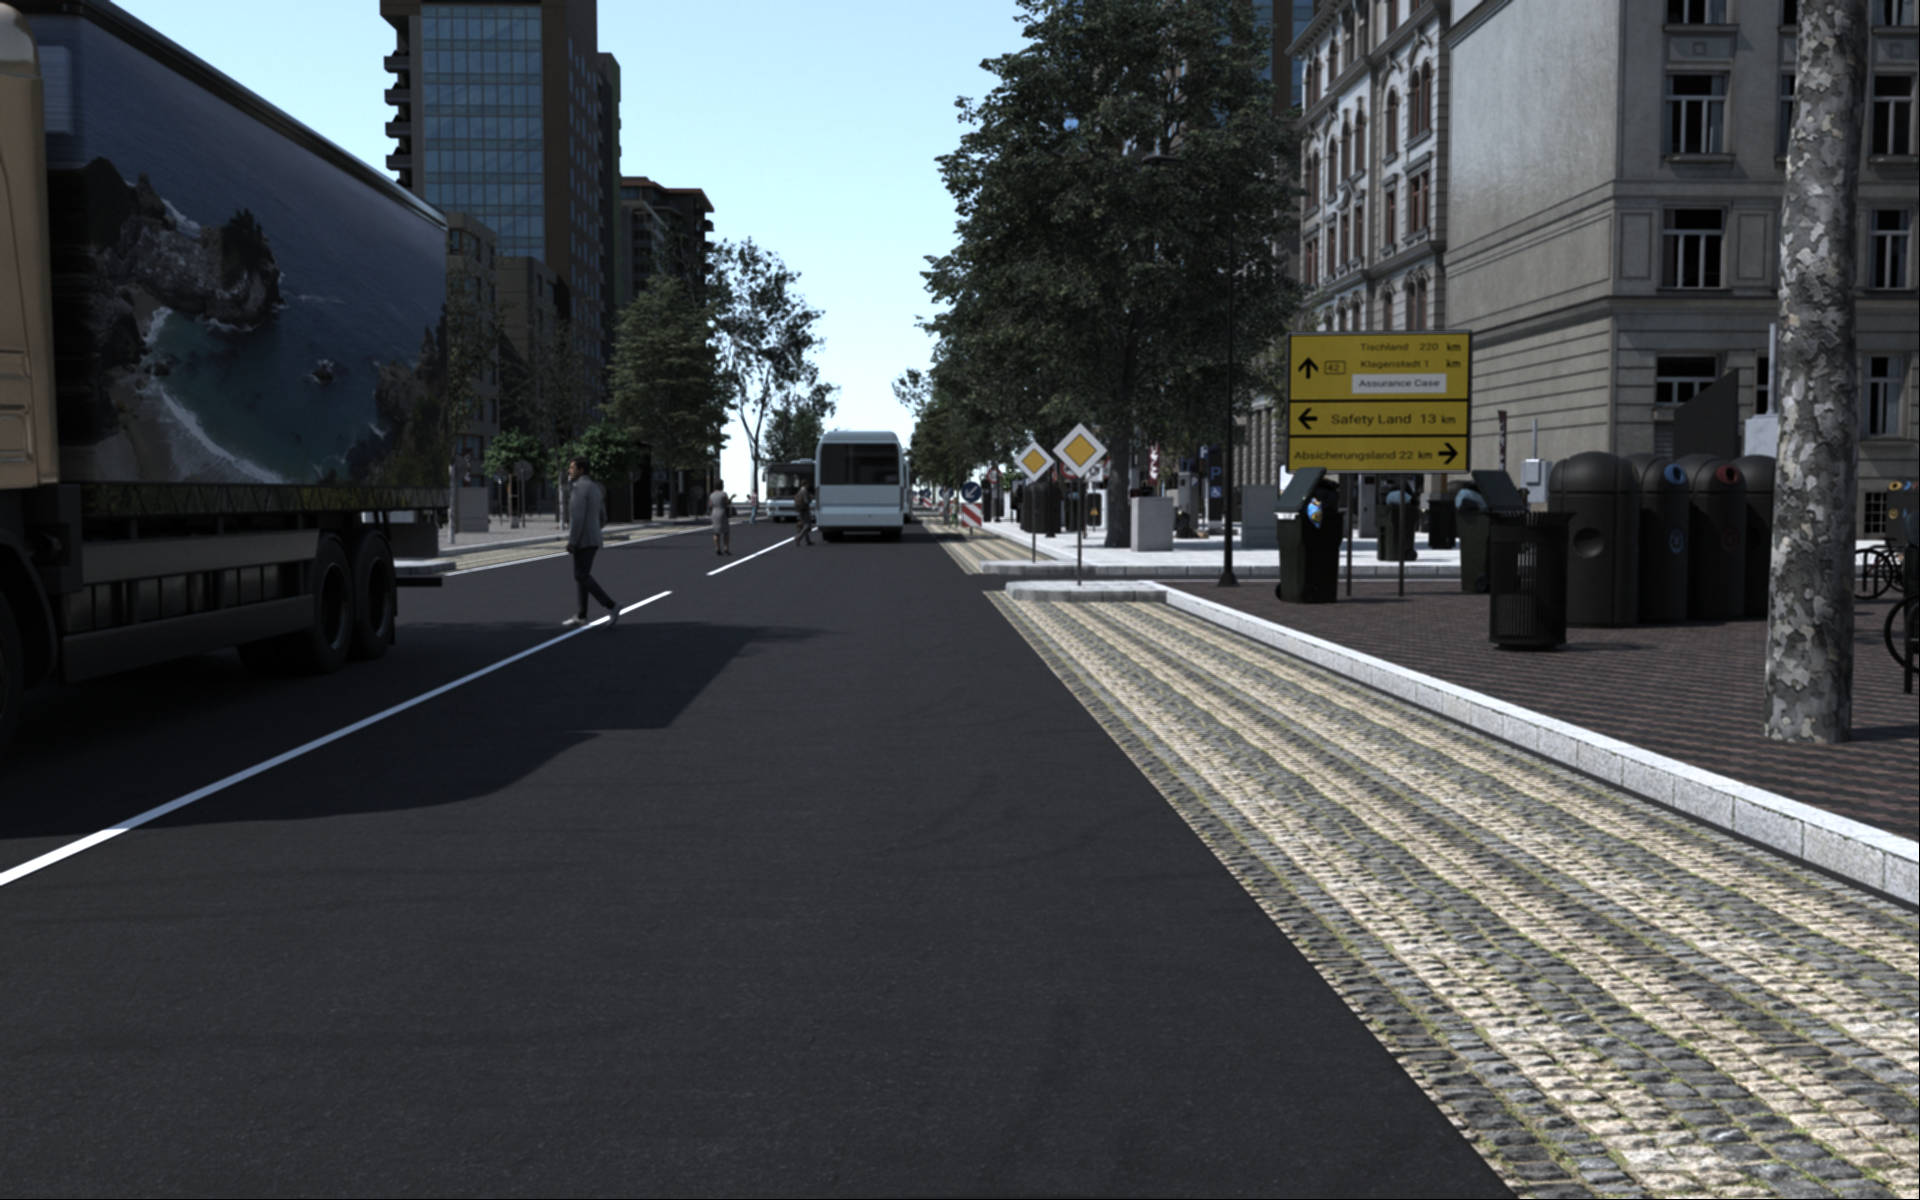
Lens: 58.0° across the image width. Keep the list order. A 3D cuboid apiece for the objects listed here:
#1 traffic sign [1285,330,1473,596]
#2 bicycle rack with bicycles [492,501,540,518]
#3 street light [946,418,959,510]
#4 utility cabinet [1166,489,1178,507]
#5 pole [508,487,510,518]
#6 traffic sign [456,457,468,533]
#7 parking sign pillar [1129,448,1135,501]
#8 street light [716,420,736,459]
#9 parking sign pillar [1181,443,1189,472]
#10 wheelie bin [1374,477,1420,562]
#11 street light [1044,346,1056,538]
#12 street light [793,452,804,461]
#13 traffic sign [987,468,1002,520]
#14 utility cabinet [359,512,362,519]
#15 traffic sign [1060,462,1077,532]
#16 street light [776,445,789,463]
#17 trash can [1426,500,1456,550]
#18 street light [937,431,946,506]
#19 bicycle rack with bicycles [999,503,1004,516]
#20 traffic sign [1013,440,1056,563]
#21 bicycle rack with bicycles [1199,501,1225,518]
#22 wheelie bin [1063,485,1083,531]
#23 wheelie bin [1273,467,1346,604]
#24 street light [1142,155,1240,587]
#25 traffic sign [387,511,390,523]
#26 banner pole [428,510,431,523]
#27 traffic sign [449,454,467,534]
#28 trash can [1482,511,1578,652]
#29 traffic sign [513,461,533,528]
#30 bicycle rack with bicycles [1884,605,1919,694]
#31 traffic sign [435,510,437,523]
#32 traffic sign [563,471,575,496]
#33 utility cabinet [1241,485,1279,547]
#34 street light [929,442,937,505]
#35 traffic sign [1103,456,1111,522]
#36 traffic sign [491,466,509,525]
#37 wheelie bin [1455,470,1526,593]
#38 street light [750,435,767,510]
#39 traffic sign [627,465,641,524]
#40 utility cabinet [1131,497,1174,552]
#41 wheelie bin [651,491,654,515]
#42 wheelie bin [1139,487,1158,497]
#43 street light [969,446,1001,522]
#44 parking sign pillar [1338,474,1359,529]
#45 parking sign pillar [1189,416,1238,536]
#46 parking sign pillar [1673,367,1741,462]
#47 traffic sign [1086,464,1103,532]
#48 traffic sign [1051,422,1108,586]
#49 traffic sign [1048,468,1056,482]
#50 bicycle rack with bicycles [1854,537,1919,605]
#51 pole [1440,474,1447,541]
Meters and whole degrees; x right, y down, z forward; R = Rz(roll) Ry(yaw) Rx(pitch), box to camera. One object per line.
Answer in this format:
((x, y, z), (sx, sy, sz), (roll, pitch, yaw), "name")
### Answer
((5.217, -1.700, 21.666), (2.265, 3.308, 0.079), (0, 4, 7), "traffic sign")
((-24.376, -5.022, 95.494), (2.852, 0.926, 2.925), (-2, 4, -27), "bicycle rack with bicycles")
((0.066, -8.181, 106.297), (1.470, 5.913, 1.316), (0, 4, -2), "street light")
((10.266, -4.535, 82.832), (0.318, 1.500, 1.173), (-1, 4, -22), "utility cabinet")
((-24.165, -6.061, 92.944), (0.158, 3.312, 0.155), (0, 3, 0), "pole")
((-16.514, -3.471, 56.851), (0.768, 2.556, 0.104), (0, 4, 1), "traffic sign")
((8.954, -6.527, 95.182), (1.447, 3.967, 1.447), (0, 4, 0), "parking sign pillar")
((-14.666, -8.291, 108.097), (1.470, 5.913, 1.316), (0, 4, -2), "street light")
((11.932, -6.208, 89.980), (1.447, 3.967, 1.447), (-1, 4, -19), "parking sign pillar")
((8.341, -1.540, 33.091), (0.693, 1.594, 0.980), (-1, 4, -16), "wheelie bin")
((2.130, -4.794, 50.923), (1.470, 5.913, 1.316), (0, 4, -2), "street light")
((-17.871, -13.396, 191.563), (1.470, 5.913, 1.316), (0, 4, -2), "street light")
((1.687, -5.170, 84.630), (0.768, 2.556, 0.104), (0, 4, 5), "traffic sign")
((-14.238, -1.909, 39.899), (1.173, 1.500, 0.318), (-2, 4, -28), "utility cabinet")
((3.775, -3.581, 58.655), (0.768, 2.556, 0.104), (0, 4, 5), "traffic sign")
((-16.738, -11.647, 162.961), (1.470, 5.913, 1.316), (0, 4, -2), "street light")
((11.166, -1.739, 40.094), (0.748, 1.137, 0.748), (0, 3, 0), "trash can")
((-0.750, -9.542, 128.550), (1.470, 5.913, 1.316), (0, 4, -2), "street light")
((3.383, -5.377, 101.288), (2.925, 0.926, 2.852), (0, 4, -8), "bicycle rack with bicycles")
((1.372, -1.742, 32.129), (0.795, 2.450, 0.064), (0, 4, -2), "traffic sign")
((13.855, -4.924, 93.894), (2.852, 0.926, 2.925), (0, 4, -6), "bicycle rack with bicycles")
((3.969, -3.176, 59.844), (0.693, 1.594, 0.980), (-1, 4, -19), "wheelie bin")
((4.141, -0.772, 20.524), (0.693, 1.594, 0.980), (-1, 4, -18), "wheelie bin")
((3.190, -3.142, 23.918), (1.470, 5.913, 1.316), (0, 4, -2), "street light")
((-10.465, -1.717, 31.714), (0.795, 2.450, 0.064), (0, 4, -2), "traffic sign")
((-17.056, -3.997, 55.368), (0.401, 3.779, 0.863), (-2, 4, -32), "banner pole")
((-16.157, -3.383, 55.421), (0.768, 2.556, 0.104), (0, 4, 0), "traffic sign")
((4.685, -0.160, 14.272), (0.748, 1.137, 0.748), (0, 3, 0), "trash can")
((-16.701, -4.045, 66.242), (0.768, 2.556, 0.104), (0, 4, 1), "traffic sign")
((7.336, 0.141, 11.077), (2.852, 0.926, 2.925), (-2, 4, -33), "bicycle rack with bicycles")
((-15.436, -3.118, 50.979), (0.884, 2.594, 0.081), (0, 4, 1), "traffic sign")
((-17.013, -4.488, 75.516), (0.606, 2.300, 0.079), (0, 4, 1), "traffic sign")
((7.313, -1.996, 41.313), (1.173, 1.500, 0.318), (-1, 4, -14), "utility cabinet")
((-1.797, -11.213, 155.871), (1.470, 5.913, 1.316), (0, 4, -2), "street light")
((5.035, -3.582, 58.567), (0.884, 2.594, 0.081), (0, 4, -1), "traffic sign")
((-18.751, -4.255, 70.749), (0.795, 2.450, 0.064), (0, 4, 5), "traffic sign")
((6.934, -0.910, 22.791), (0.980, 1.594, 0.693), (-2, 4, -30), "wheelie bin")
((-15.783, -9.981, 135.737), (1.470, 5.913, 1.316), (0, 4, -2), "street light")
((-14.077, -4.541, 74.350), (0.768, 2.556, 0.104), (0, 4, 1), "traffic sign")
((4.289, -1.685, 38.710), (1.020, 1.237, 0.306), (-2, 4, -34), "utility cabinet")
((-16.193, -4.976, 89.268), (0.980, 1.594, 0.693), (-3, 4, -38), "wheelie bin")
((7.779, -3.946, 72.432), (0.980, 1.594, 0.693), (0, 4, 5), "wheelie bin")
((1.165, -6.459, 78.147), (1.470, 5.913, 1.316), (0, 4, -2), "street light")
((14.498, -4.646, 64.427), (1.447, 3.967, 1.447), (2, 4, 31), "parking sign pillar")
((7.980, -4.015, 54.115), (1.447, 3.967, 1.447), (0, 4, 7), "parking sign pillar")
((16.125, -2.993, 37.414), (1.447, 3.967, 1.447), (3, 5, 42), "parking sign pillar")
((4.522, -3.441, 58.382), (0.606, 2.300, 0.079), (0, 4, -2), "traffic sign")
((1.666, -1.254, 24.149), (0.795, 2.450, 0.064), (0, 4, -2), "traffic sign")
((4.181, -5.023, 82.236), (0.768, 2.556, 0.104), (0, 4, -1), "traffic sign")
((12.465, -0.494, 21.459), (2.925, 0.926, 2.852), (2, 4, 25), "bicycle rack with bicycles")
((12.089, -3.022, 43.258), (0.158, 3.312, 0.155), (0, 3, 0), "pole")
